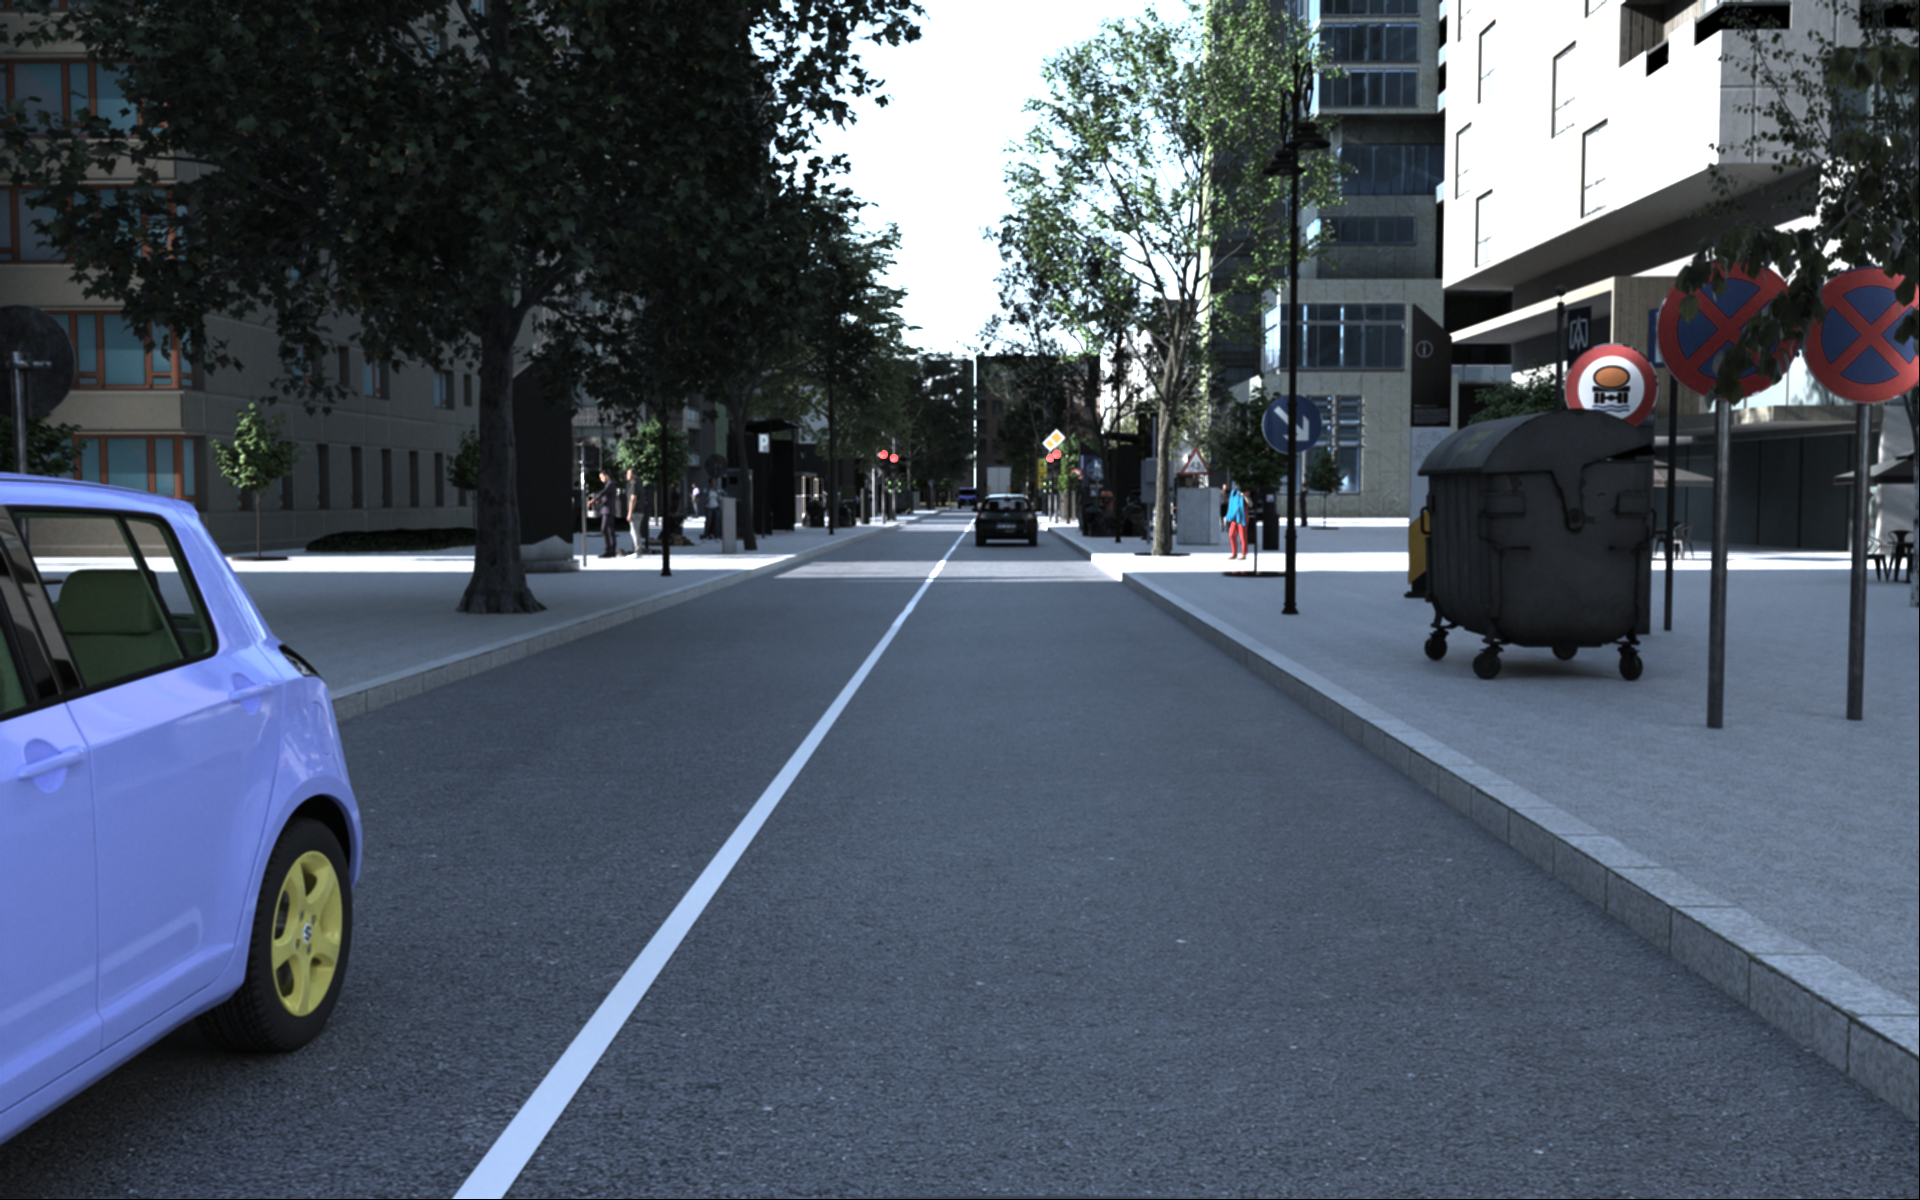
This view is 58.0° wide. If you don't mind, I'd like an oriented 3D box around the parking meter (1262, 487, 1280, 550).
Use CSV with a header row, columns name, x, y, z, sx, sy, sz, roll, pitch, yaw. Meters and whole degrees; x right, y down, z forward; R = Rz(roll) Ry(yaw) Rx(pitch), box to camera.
name,x,y,z,sx,sy,sz,roll,pitch,yaw
parking meter,7.120,-1.910,39.646,0.372,1.533,0.369,0,3,0

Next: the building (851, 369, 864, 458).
name,x,y,z,sx,sy,sz,roll,pitch,yaw
building,-28.136,-21.327,215.155,31.486,18.905,16.747,0,4,1

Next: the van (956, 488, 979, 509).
name,x,y,z,sx,sy,sz,roll,pitch,yaw
van,0.754,-10.076,169.120,2.240,2.365,5.245,0,4,1

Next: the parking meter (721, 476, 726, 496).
name,x,y,z,sx,sy,sz,roll,pitch,yaw
parking meter,-7.664,-3.153,57.256,0.399,1.863,0.255,0,4,6

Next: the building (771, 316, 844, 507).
name,x,y,z,sx,sy,sz,roll,pitch,yaw
building,-27.016,-20.220,174.579,27.936,21.610,32.646,0,4,1

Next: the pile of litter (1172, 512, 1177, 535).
name,x,y,z,sx,sy,sz,roll,pitch,yaw
pile of litter,7.220,-2.495,54.752,1.176,0.858,1.719,-3,4,-36

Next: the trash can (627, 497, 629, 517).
name,x,y,z,sx,sy,sz,roll,pitch,yaw
trash can,-13.989,-3.785,73.533,0.748,1.137,0.748,0,3,0

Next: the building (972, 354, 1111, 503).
name,x,y,z,sx,sy,sz,roll,pitch,yaw
building,18.763,-25.775,265.395,32.646,21.610,27.936,0,4,1

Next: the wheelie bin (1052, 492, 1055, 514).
name,x,y,z,sx,sy,sz,roll,pitch,yaw
wheelie bin,5.902,-6.429,113.030,0.980,1.594,0.693,0,4,-5

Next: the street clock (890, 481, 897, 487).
name,x,y,z,sx,sy,sz,roll,pitch,yaw
street clock,-3.576,-5.310,91.385,0.471,2.002,0.358,-1,4,-19

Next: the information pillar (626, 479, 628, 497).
name,x,y,z,sx,sy,sz,roll,pitch,yaw
information pillar,-16.451,-4.912,84.810,0.304,2.012,0.304,-2,4,-23

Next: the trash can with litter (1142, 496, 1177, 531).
name,x,y,z,sx,sy,sz,roll,pitch,yaw
trash can with litter,6.910,-3.034,60.664,2.233,1.210,1.678,-3,5,-41

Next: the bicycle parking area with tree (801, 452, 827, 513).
name,x,y,z,sx,sy,sz,roll,pitch,yaw
bicycle parking area with tree,-10.743,-7.807,114.651,9.016,4.147,8.231,1,4,20

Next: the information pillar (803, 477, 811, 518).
name,x,y,z,sx,sy,sz,roll,pitch,yaw
information pillar,-6.439,-4.182,72.872,0.304,2.012,0.304,-1,4,-20

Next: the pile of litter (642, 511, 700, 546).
name,x,y,z,sx,sy,sz,roll,pitch,yaw
pile of litter,-7.254,-1.790,43.226,1.176,0.858,1.719,-3,5,-40

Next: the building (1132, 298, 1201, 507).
name,x,y,z,sx,sy,sz,roll,pitch,yaw
building,25.400,-19.371,173.129,16.016,20.091,11.380,0,4,1

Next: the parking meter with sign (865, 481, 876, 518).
name,x,y,z,sx,sy,sz,roll,pitch,yaw
parking meter with sign,-5.332,-5.929,93.204,1.738,3.016,0.543,-3,5,-42

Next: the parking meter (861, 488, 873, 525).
name,x,y,z,sx,sy,sz,roll,pitch,yaw
parking meter,-3.992,-3.945,72.910,0.372,1.533,0.369,0,3,0

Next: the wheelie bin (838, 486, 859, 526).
name,x,y,z,sx,sy,sz,roll,pitch,yaw
wheelie bin,-4.531,-3.770,69.541,0.980,1.594,0.693,0,4,-5

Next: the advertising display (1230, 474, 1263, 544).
name,x,y,z,sx,sy,sz,roll,pitch,yaw
advertising display,7.420,-2.403,44.497,0.974,1.923,0.123,1,4,22

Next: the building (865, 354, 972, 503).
name,x,y,z,sx,sy,sz,roll,pitch,yaw
building,-14.146,-25.842,266.482,32.646,21.610,27.936,0,4,1

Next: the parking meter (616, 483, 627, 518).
name,x,y,z,sx,sy,sz,roll,pitch,yaw
parking meter,-13.982,-4.026,71.532,0.255,1.863,0.399,3,4,36

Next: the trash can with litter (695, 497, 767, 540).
name,x,y,z,sx,sy,sz,roll,pitch,yaw
trash can with litter,-6.637,-2.315,48.909,2.233,1.210,1.678,0,4,1

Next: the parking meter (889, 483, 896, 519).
name,x,y,z,sx,sy,sz,roll,pitch,yaw
parking meter,-3.507,-5.103,89.151,0.399,1.863,0.255,0,4,8

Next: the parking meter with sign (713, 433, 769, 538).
name,x,y,z,sx,sy,sz,roll,pitch,yaw
parking meter with sign,-6.412,-3.311,50.388,1.738,3.016,0.543,2,4,29

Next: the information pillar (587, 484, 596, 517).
name,x,y,z,sx,sy,sz,roll,pitch,yaw
information pillar,-17.986,-4.895,84.532,0.304,2.012,0.304,1,4,10

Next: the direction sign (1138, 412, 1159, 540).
name,x,y,z,sx,sy,sz,roll,pitch,yaw
direction sign,5.254,-3.454,48.472,0.379,3.537,0.876,-2,4,-32

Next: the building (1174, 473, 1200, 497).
name,x,y,z,sx,sy,sz,roll,pitch,yaw
building,33.834,-27.677,144.394,32.217,40.220,23.993,0,4,1

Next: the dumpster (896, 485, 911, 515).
name,x,y,z,sx,sy,sz,roll,pitch,yaw
dumpster,-3.681,-6.222,107.488,1.264,1.857,1.865,0,4,1

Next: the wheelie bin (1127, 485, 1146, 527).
name,x,y,z,sx,sy,sz,roll,pitch,yaw
wheelie bin,6.577,-3.412,63.697,0.980,1.594,0.693,1,4,19

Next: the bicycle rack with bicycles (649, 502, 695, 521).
name,x,y,z,sx,sy,sz,roll,pitch,yaw
bicycle rack with bicycles,-14.300,-4.281,83.379,2.925,0.926,2.852,0,4,-5

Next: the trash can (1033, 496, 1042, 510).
name,x,y,z,sx,sy,sz,roll,pitch,yaw
trash can,5.556,-6.842,123.512,0.748,1.137,0.748,0,3,0

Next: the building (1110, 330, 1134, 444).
name,x,y,z,sx,sy,sz,roll,pitch,yaw
building,26.320,-20.067,194.546,16.747,18.905,31.486,0,4,1

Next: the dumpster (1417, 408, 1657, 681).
name,x,y,z,sx,sy,sz,roll,pitch,yaw
dumpster,4.172,-0.420,12.618,1.264,1.857,1.865,0,4,1

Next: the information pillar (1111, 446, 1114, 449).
name,x,y,z,sx,sy,sz,roll,pitch,yaw
information pillar,7.392,-5.686,84.323,0.183,3.616,0.504,0,4,-4

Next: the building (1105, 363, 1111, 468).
name,x,y,z,sx,sy,sz,roll,pitch,yaw
building,26.356,-22.043,216.817,16.016,20.091,11.380,0,4,1

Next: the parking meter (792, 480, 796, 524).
name,x,y,z,sx,sy,sz,roll,pitch,yaw
parking meter,-7.209,-4.172,73.918,0.255,1.863,0.399,-3,5,-41

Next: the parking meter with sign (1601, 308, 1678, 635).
name,x,y,z,sx,sy,sz,roll,pitch,yaw
parking meter with sign,5.927,-1.196,15.818,1.738,3.016,0.543,-2,4,-28

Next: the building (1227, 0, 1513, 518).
name,x,y,z,sx,sy,sz,roll,pitch,yaw
building,31.811,-48.229,101.222,31.000,86.520,22.319,0,4,1

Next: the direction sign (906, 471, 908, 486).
name,x,y,z,sx,sy,sz,roll,pitch,yaw
direction sign,-5.033,-10.154,158.020,0.876,3.537,0.379,-1,4,-8

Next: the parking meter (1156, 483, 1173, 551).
name,x,y,z,sx,sy,sz,roll,pitch,yaw
parking meter,4.641,-1.895,39.402,0.372,1.533,0.369,0,3,0

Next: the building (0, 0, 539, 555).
name,x,y,z,sx,sy,sz,roll,pitch,yaw
building,-29.822,-12.445,48.515,28.899,21.520,27.650,0,4,1

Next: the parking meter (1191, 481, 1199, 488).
name,x,y,z,sx,sy,sz,roll,pitch,yaw
parking meter,10.047,-4.190,74.222,0.399,1.863,0.255,0,4,3

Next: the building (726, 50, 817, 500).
name,x,y,z,sx,sy,sz,roll,pitch,yaw
building,-28.190,-27.340,138.886,32.217,40.220,23.993,0,4,1

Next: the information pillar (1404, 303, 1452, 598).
name,x,y,z,sx,sy,sz,roll,pitch,yaw
information pillar,5.782,-1.835,21.363,0.504,3.616,0.183,0,4,3

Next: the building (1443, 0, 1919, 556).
name,x,y,z,sx,sy,sz,roll,pitch,yaw
building,30.486,-28.057,47.967,28.713,52.752,27.495,0,4,1

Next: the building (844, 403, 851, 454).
name,x,y,z,sx,sy,sz,roll,pitch,yaw
building,-20.286,-20.798,196.472,16.016,20.091,11.380,0,4,1

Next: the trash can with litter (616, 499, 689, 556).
name,x,y,z,sx,sy,sz,roll,pitch,yaw
trash can with litter,-6.987,-1.568,36.694,1.678,1.210,2.233,1,4,12

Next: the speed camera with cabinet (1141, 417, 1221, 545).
name,x,y,z,sx,sy,sz,roll,pitch,yaw
speed camera with cabinet,5.624,-3.045,44.125,2.038,3.252,0.660,3,4,38

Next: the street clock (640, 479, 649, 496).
name,x,y,z,sx,sy,sz,roll,pitch,yaw
street clock,-13.780,-4.329,75.349,0.471,2.002,0.358,-3,4,-39

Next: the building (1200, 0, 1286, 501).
name,x,y,z,sx,sy,sz,roll,pitch,yaw
building,24.299,-27.001,125.056,14.154,41.232,14.086,0,4,1

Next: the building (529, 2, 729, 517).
name,x,y,z,sx,sy,sz,roll,pitch,yaw
building,-21.449,-25.433,99.420,14.154,41.232,14.086,0,4,1

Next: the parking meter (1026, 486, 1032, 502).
name,x,y,z,sx,sy,sz,roll,pitch,yaw
parking meter,5.199,-7.664,131.018,0.399,1.863,0.255,-3,4,-38

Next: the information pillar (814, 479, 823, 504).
name,x,y,z,sx,sy,sz,roll,pitch,yaw
information pillar,-6.704,-4.750,82.152,0.304,2.012,0.304,-2,4,-35
